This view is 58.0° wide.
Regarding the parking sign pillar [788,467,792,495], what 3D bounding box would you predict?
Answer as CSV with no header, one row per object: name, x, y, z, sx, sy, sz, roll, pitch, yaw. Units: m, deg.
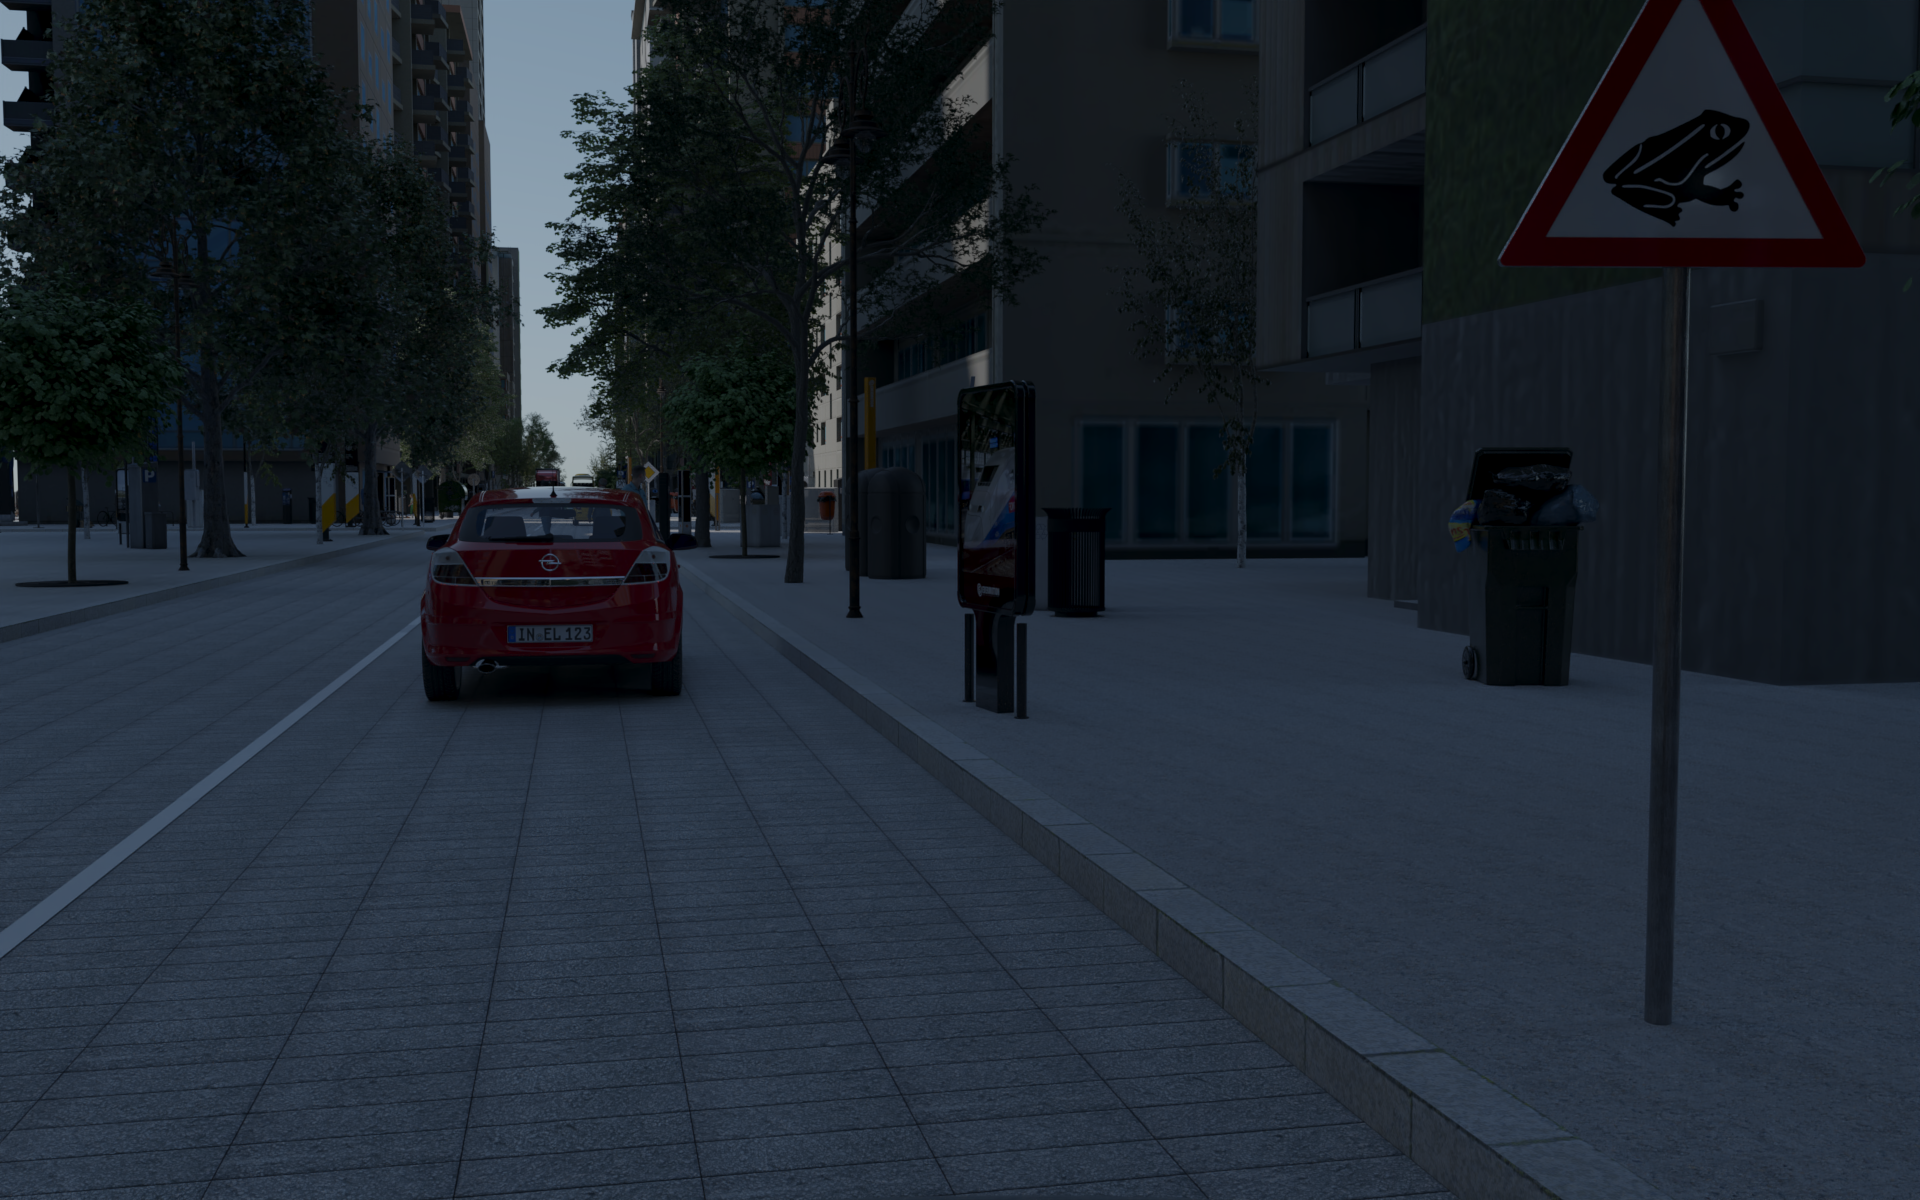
parking sign pillar,-8.127,-5.859,84.263,1.447,3.967,1.447,0,4,-1

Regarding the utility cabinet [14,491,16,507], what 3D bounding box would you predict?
utility cabinet,-70.117,-7.361,129.032,1.173,1.500,0.318,3,5,41

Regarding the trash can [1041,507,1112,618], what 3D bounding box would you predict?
trash can,1.220,-0.398,18.167,0.748,1.137,0.748,0,3,0

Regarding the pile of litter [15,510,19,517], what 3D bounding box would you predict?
pile of litter,-52.769,-5.117,97.622,1.719,0.858,1.176,-1,4,-9

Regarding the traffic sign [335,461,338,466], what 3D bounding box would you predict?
traffic sign,-17.508,-2.946,47.903,0.795,2.593,0.064,0,4,-3

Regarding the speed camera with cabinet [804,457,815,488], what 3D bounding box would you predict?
speed camera with cabinet,-8.639,-5.953,91.661,2.038,3.252,0.660,2,4,35

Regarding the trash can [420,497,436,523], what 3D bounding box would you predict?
trash can,-23.699,-4.003,77.098,0.748,1.137,0.748,0,3,0

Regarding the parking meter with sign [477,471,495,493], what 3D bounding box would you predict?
parking meter with sign,-35.603,-8.120,129.025,1.738,3.016,0.543,0,4,1

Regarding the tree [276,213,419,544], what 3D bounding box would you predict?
tree,-16.152,-5.734,44.116,4.360,8.622,3.978,0,3,0

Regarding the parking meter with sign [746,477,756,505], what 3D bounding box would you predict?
parking meter with sign,-9.181,-4.891,76.222,0.543,3.016,1.738,0,4,-7

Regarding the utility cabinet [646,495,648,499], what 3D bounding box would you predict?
utility cabinet,-16.214,-4.636,86.966,1.020,1.237,0.306,-2,4,-31

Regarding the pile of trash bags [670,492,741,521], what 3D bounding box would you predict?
pile of trash bags,-12.060,-4.480,83.006,3.447,1.369,1.912,-2,4,-23

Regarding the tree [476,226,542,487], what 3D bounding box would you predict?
tree,-18.475,-8.380,54.022,9.611,12.733,9.660,0,3,0

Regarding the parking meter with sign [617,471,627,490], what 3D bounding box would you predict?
parking meter with sign,-24.901,-8.073,128.249,0.543,3.016,1.738,-2,4,-26

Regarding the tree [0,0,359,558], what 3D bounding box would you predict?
tree,-15.237,-7.207,34.838,9.611,12.733,9.660,0,3,0

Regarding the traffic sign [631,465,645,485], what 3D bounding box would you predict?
traffic sign,-12.722,-4.101,69.234,0.795,2.593,0.064,-1,4,-12

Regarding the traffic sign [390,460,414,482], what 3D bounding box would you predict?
traffic sign,-19.226,-3.516,59.670,0.795,2.593,0.064,-1,4,-12

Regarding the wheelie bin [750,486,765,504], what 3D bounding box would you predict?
wheelie bin,-8.167,-3.809,70.189,0.693,1.594,0.980,-1,4,-15

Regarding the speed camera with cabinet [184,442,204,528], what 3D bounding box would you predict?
speed camera with cabinet,-29.223,-4.384,66.020,0.660,3.252,2.038,-1,4,-12

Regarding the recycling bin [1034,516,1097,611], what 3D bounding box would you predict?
recycling bin,1.177,-0.412,19.284,0.722,1.027,0.722,1,4,19

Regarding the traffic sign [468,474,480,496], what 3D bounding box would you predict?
traffic sign,-30.131,-6.559,107.344,0.768,2.556,0.104,0,4,-3

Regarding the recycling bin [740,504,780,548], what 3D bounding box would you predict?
recycling bin,-4.846,-1.802,42.019,0.722,1.027,0.722,3,5,41

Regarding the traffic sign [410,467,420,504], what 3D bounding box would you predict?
traffic sign,-23.577,-4.606,75.408,0.768,2.556,0.104,-1,4,-11

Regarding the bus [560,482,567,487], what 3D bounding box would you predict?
bus,-60.423,-16.214,259.955,2.948,3.499,13.247,-1,4,-12

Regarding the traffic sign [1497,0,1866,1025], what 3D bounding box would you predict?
traffic sign,1.696,-0.253,4.133,0.884,2.594,0.081,0,4,-4

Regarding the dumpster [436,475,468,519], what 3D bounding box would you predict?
dumpster,-26.210,-5.308,89.276,1.502,2.255,1.985,-1,4,-12

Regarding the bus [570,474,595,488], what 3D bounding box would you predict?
bus,-45.178,-13.205,207.447,2.896,3.916,12.252,-1,4,-13

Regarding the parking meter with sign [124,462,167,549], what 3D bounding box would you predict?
parking meter with sign,-19.223,-2.719,40.715,1.738,3.016,0.543,3,5,40

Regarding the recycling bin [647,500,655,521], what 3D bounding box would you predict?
recycling bin,-13.307,-3.694,72.952,0.722,1.027,0.722,-3,4,-37

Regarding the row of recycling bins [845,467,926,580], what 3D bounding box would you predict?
row of recycling bins,-1.260,-1.254,27.616,1.069,1.692,3.534,-1,4,-11

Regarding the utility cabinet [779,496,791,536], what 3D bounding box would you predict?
utility cabinet,-5.361,-2.548,52.829,1.020,1.237,0.306,3,4,38

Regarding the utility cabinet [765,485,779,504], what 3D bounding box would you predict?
utility cabinet,-4.816,-2.191,44.502,0.318,1.500,1.173,-1,4,-9

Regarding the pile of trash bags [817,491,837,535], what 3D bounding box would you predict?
pile of trash bags,-2.944,-2.810,55.693,3.447,1.369,1.912,-2,4,-25

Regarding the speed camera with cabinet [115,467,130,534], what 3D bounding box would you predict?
speed camera with cabinet,-26.629,-3.730,55.321,0.660,3.252,2.038,-2,4,-29

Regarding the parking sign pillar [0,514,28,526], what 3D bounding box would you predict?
parking sign pillar,-38.458,-4.975,69.812,1.447,3.967,1.447,-1,4,-21

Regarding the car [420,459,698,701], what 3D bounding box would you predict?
car,-3.128,-0.280,13.613,2.155,1.783,4.494,-1,4,-11

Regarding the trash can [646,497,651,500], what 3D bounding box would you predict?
trash can,-14.464,-4.175,79.909,0.748,1.137,0.748,0,3,0

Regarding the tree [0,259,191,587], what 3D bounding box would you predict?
tree,-12.537,-2.482,24.300,4.285,4.588,4.351,0,3,0

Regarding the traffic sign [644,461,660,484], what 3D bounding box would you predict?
traffic sign,-11.020,-3.623,61.432,0.795,2.593,0.064,-1,4,-12

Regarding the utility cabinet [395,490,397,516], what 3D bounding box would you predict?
utility cabinet,-32.223,-5.410,97.134,1.173,1.500,0.318,0,4,7

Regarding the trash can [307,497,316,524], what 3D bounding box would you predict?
trash can,-27.533,-3.818,74.081,0.748,1.137,0.748,0,3,0

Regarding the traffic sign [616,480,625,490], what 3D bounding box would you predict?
traffic sign,-24.371,-7.479,124.404,0.606,2.300,0.079,0,4,-6

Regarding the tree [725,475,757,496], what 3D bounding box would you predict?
tree,-10.003,-5.181,79.309,1.663,3.219,1.824,0,3,0

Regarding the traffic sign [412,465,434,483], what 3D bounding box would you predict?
traffic sign,-20.928,-3.993,67.472,0.795,2.593,0.064,-1,4,-12

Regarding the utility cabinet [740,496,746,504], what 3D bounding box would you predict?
utility cabinet,-10.774,-4.644,87.092,0.306,1.237,1.020,-2,4,-30

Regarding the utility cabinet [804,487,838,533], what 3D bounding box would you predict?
utility cabinet,-4.602,-2.969,57.229,1.173,1.500,0.318,2,4,28

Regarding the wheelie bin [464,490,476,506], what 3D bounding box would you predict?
wheelie bin,-34.867,-7.063,123.391,0.693,1.594,0.980,3,5,42

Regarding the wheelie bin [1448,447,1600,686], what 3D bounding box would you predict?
wheelie bin,3.839,-0.235,11.745,0.980,1.594,0.693,0,4,2

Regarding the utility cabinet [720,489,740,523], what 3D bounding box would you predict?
utility cabinet,-10.105,-4.109,75.860,0.318,1.500,1.173,2,4,32
